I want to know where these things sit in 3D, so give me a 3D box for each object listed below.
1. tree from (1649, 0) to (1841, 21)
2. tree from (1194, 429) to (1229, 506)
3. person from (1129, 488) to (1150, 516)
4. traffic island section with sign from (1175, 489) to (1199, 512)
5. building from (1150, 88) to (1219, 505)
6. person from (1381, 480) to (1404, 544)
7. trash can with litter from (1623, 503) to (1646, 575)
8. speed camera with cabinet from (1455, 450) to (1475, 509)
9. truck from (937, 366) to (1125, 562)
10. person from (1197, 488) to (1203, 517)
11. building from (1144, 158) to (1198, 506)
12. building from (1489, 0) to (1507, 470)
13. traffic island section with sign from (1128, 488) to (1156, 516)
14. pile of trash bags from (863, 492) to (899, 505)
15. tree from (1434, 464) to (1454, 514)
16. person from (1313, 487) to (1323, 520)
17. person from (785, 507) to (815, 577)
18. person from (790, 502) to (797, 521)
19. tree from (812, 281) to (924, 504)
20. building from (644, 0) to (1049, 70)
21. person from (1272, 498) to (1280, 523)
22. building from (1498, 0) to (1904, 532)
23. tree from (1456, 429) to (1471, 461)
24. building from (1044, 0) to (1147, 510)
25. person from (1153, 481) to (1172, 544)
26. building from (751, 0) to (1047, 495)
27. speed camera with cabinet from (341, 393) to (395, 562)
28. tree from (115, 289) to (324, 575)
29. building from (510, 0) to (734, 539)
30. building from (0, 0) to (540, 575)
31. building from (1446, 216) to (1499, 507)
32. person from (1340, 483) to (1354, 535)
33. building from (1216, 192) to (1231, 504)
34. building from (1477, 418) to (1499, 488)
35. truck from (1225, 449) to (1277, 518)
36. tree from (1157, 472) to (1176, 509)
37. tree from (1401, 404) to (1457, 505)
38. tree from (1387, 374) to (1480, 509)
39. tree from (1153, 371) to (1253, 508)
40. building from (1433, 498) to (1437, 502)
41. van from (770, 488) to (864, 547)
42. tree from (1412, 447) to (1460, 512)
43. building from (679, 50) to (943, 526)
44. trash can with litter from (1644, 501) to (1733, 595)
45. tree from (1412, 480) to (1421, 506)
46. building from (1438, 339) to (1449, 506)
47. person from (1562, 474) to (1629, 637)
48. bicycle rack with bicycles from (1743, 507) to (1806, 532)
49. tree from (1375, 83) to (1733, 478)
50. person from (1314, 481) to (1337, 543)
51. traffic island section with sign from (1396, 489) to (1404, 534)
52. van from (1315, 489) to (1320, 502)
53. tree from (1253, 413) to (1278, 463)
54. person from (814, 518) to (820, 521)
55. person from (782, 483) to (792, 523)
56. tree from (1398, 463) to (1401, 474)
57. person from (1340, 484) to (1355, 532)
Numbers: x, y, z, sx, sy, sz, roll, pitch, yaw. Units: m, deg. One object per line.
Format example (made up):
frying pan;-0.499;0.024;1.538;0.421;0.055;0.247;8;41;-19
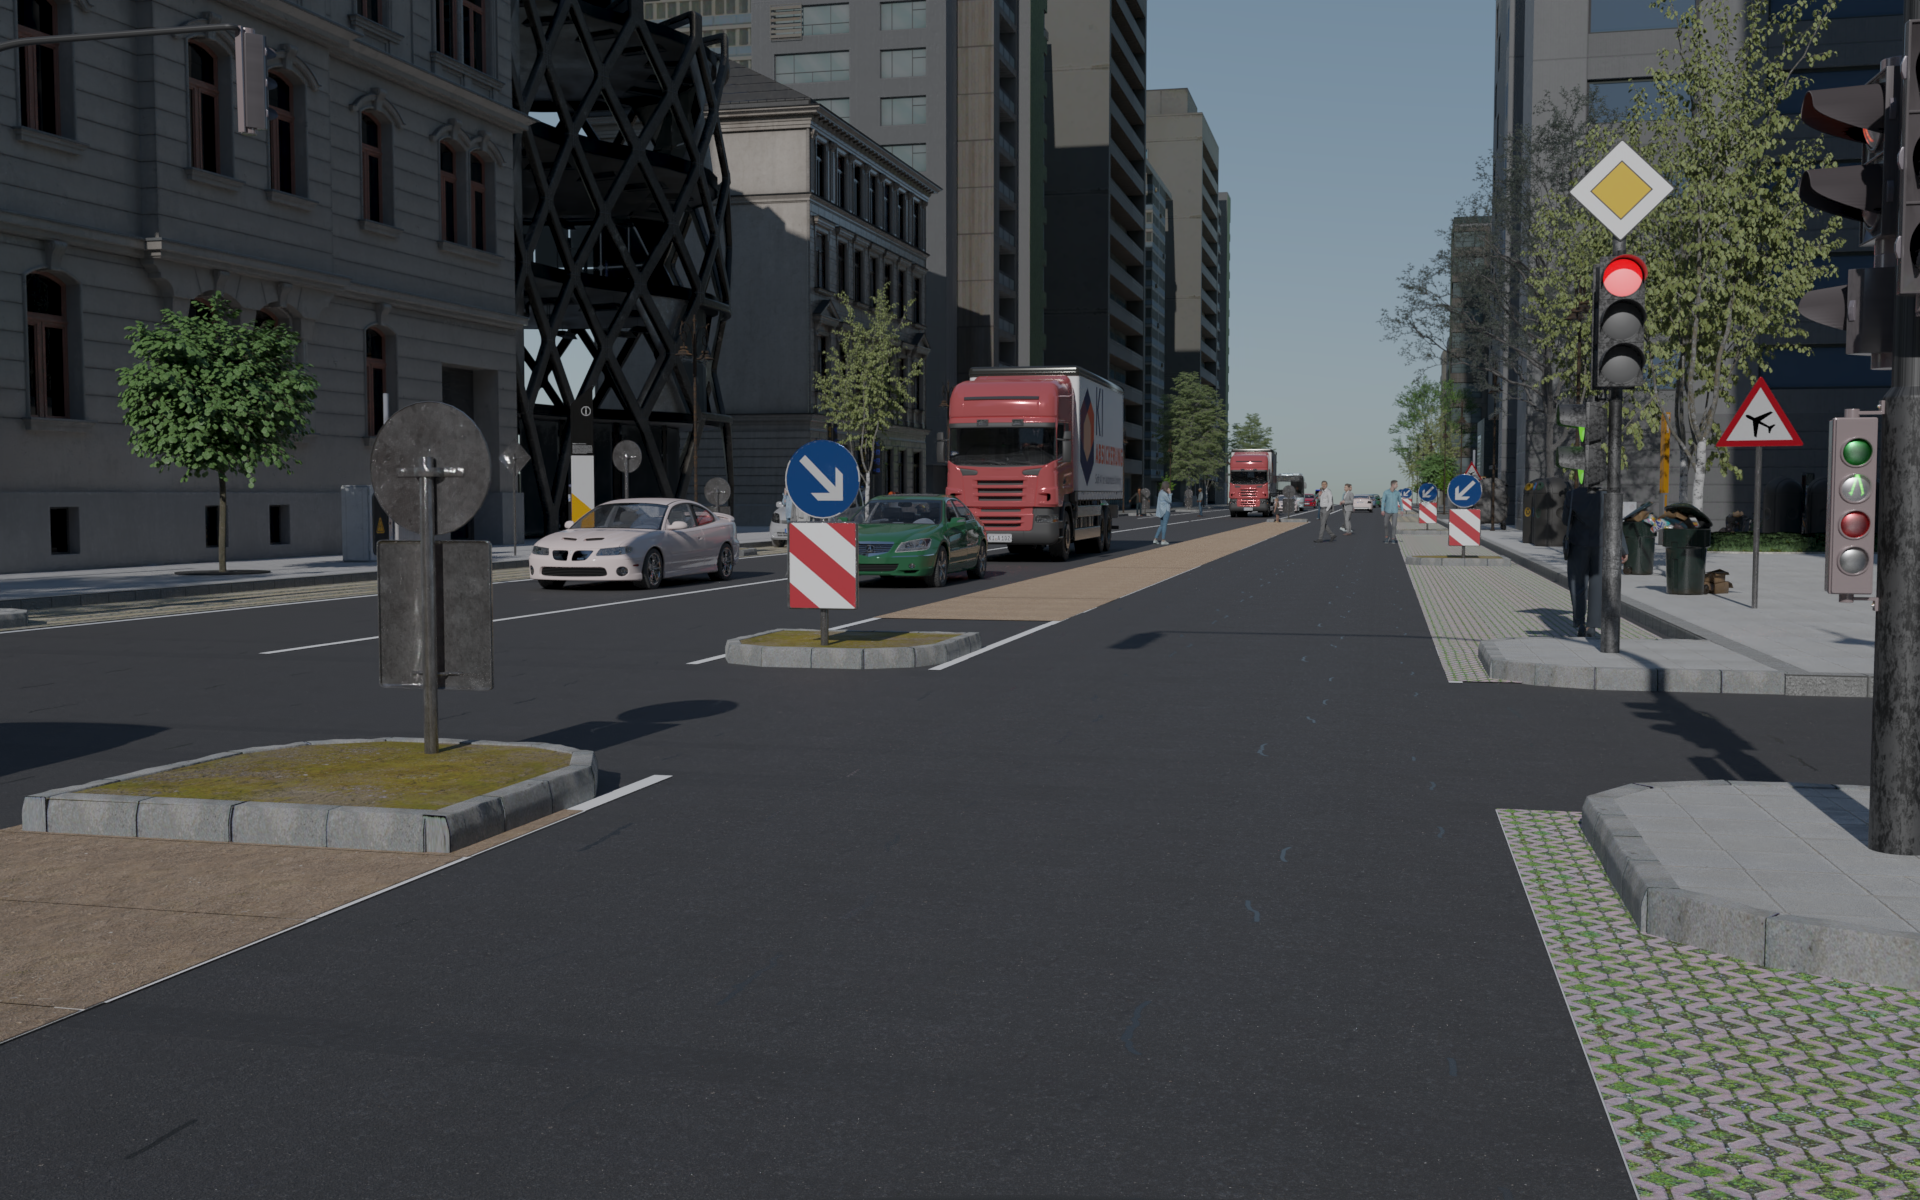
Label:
tree;10.266;-4.512;24.141;4.737;8.622;4.395;0;3;0
tree;25.741;-14.047;180.024;4.360;8.622;3.978;0;3;0
person;11.587;-6.325;111.931;1.348;1.821;0.705;0;4;-5
traffic island section with sign;18.654;-8.102;141.103;1.989;1.847;2.006;1;4;14
building;19.912;-36.013;212.519;21.300;48.544;21.600;1;4;14
person;12.534;-2.559;50.206;0.638;1.841;0.748;1;4;16
trash can with litter;10.553;-0.991;27.589;1.055;1.170;0.624;2;4;24
speed camera with cabinet;23.015;-5.162;78.734;0.660;3.252;2.038;0;4;5
truck;1.887;-3.141;40.268;2.839;4.237;11.283;1;4;12
person;15.334;-6.241;110.622;0.705;1.814;1.350;0;3;0
building;9.659;-30.575;191.775;32.217;40.220;23.993;1;4;14
building;48.283;-31.775;108.757;28.713;52.752;27.495;1;4;14
traffic island section with sign;12.294;-6.500;114.906;1.989;1.847;2.006;1;4;14
pile of trash bags;-3.207;-3.467;66.444;1.912;1.369;3.447;2;4;25
tree;31.271;-7.126;111.110;1.663;3.219;1.824;0;3;0
person;20.246;-5.404;96.945;0.705;1.814;1.350;-3;5;-39
person;-2.563;-1.178;28.112;0.624;1.780;0.694;-1;4;-17
person;-3.114;-1.576;34.395;0.709;1.813;0.853;2;4;26
tree;-3.272;-6.750;60.724;4.737;8.622;4.395;0;3;0
building;-8.102;-26.296;121.825;32.217;40.220;23.993;1;4;14
person;15.792;-4.488;86.552;0.373;1.253;0.362;2;4;31
building;32.948;-32.239;69.105;21.231;58.520;28.212;1;4;14
tree;14.550;-5.441;39.317;4.737;8.622;4.395;0;3;0
building;3.270;-31.733;142.537;21.300;48.544;21.600;1;4;14
person;5.776;-2.482;49.353;0.793;1.790;0.793;3;5;44
building;-3.164;-25.473;100.084;14.154;41.232;14.086;1;4;14
speed camera with cabinet;-11.198;-2.391;33.435;0.660;3.252;2.038;1;4;8
tree;-11.897;-2.695;27.771;4.285;4.588;4.351;0;3;0
building;-16.091;-11.448;54.635;16.820;18.784;16.811;1;4;14
building;-19.837;-15.099;34.253;14.401;28.519;23.554;1;4;14
building;58.159;-25.001;180.467;14.160;30.474;14.107;1;4;14
person;13.402;-3.153;60.246;0.583;1.804;0.606;-1;4;-21
building;28.045;-33.390;229.523;14.154;41.232;14.086;1;4;14
building;54.071;-50.417;136.988;22.319;86.520;31.000;1;4;14
truck;18.479;-7.356;109.182;2.839;4.237;11.283;1;4;13
tree;18.278;-9.706;153.292;1.663;3.219;1.824;0;3;0
tree;39.027;-11.655;140.920;4.737;8.622;4.395;0;3;0
tree;40.762;-13.668;149.228;9.928;11.665;9.643;0;3;0
tree;21.466;-14.834;160.660;7.486;12.596;7.792;0;3;0
building;78.069;-32.621;225.241;32.217;40.220;23.993;1;4;14
van;-3.876;-2.470;47.400;2.013;2.044;4.112;1;4;13
tree;33.711;-8.491;122.548;4.285;4.588;4.351;0;3;0
building;-8.239;-13.021;77.526;10.561;19.102;19.286;1;4;14
trash can with litter;9.439;-0.666;22.277;1.055;1.170;0.624;-2;4;-34
tree;51.185;-12.113;192.650;1.663;3.219;1.824;0;3;0
building;70.159;-21.705;199.923;27.650;21.520;28.899;1;4;14
person;6.107;-0.478;16.729;0.576;1.772;0.534;0;4;-5
bicycle rack with bicycles;22.839;-2.093;47.606;2.925;0.926;2.852;-1;4;-13
tree;17.736;-8.629;51.448;12.009;13.543;11.850;0;3;0
person;10.822;-2.616;51.378;0.850;1.850;0.679;-1;4;-21
traffic island section with sign;16.504;-3.239;61.587;1.989;1.847;2.006;1;4;14
van;45.716;-13.087;218.360;2.240;2.365;5.245;1;4;16
tree;40.537;-19.789;241.675;7.486;12.596;7.792;0;3;0
person;-2.975;-1.635;35.802;0.524;1.755;0.480;3;4;36
person;-4.155;-2.134;43.649;0.793;1.790;0.793;0;4;8
tree;44.992;-13.341;168.492;4.737;8.622;4.395;0;3;0
person;14.833;-3.544;66.456;0.620;1.820;0.660;3;4;38
